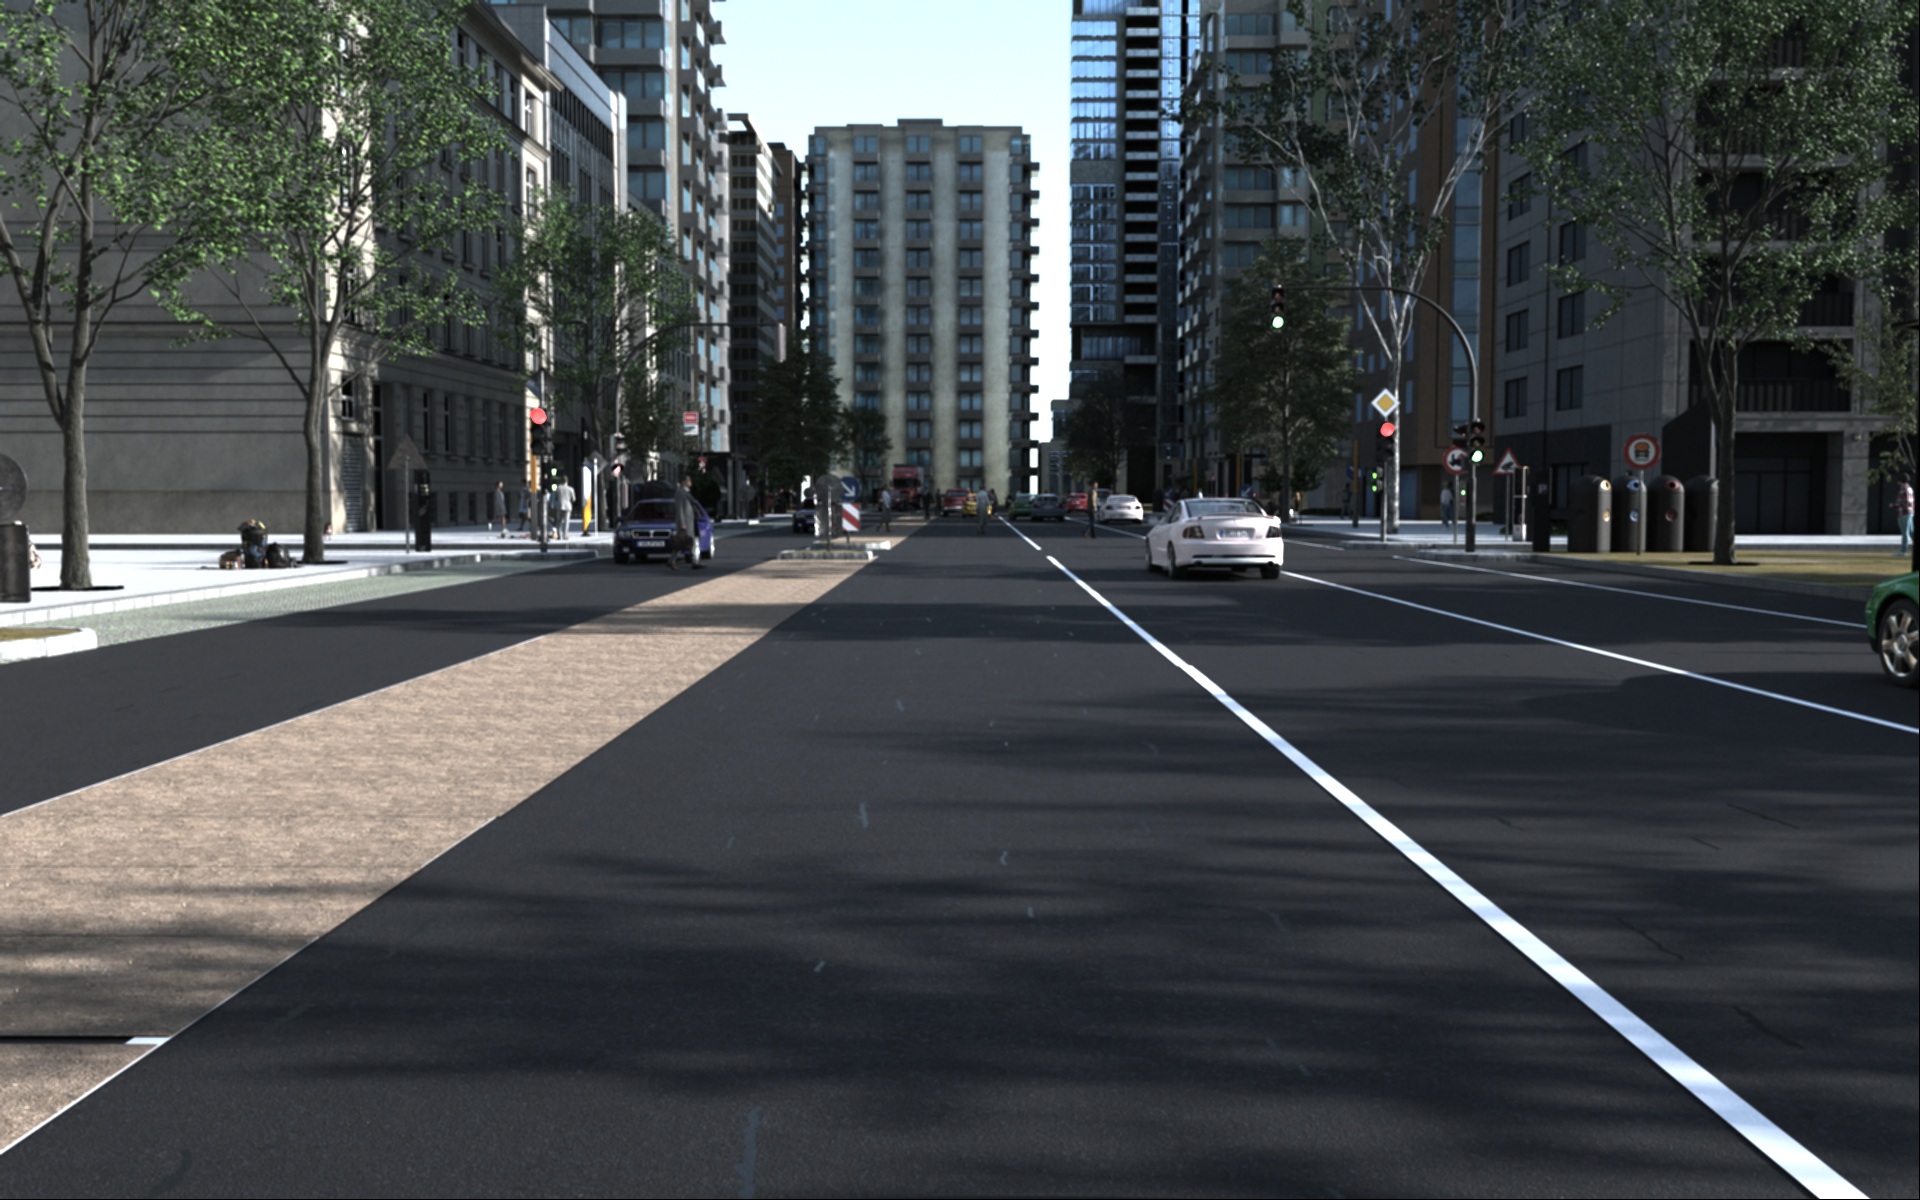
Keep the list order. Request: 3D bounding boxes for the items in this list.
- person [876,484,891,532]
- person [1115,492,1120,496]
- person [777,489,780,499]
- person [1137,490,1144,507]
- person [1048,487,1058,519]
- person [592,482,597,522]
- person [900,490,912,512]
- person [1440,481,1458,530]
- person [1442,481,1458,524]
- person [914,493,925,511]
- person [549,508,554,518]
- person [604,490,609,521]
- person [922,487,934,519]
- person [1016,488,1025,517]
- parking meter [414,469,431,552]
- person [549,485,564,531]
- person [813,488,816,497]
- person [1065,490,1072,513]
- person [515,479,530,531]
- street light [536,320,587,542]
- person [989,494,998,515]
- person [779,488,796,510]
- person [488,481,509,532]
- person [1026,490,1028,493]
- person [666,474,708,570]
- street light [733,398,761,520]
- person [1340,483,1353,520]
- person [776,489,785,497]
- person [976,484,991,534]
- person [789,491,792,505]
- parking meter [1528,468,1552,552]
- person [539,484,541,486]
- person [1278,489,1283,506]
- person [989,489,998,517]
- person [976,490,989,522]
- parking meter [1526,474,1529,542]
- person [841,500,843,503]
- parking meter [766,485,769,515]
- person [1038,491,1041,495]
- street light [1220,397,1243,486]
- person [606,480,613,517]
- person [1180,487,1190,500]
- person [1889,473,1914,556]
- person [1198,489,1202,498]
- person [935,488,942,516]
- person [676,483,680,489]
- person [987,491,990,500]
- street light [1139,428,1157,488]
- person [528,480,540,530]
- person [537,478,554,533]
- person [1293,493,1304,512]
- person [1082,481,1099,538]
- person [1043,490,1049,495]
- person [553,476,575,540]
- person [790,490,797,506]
[{"bbox_3d":[-2.823,-3.410,64.475,0.641,1.798,0.478,1,4,19],"label":"person"},{"bbox_3d":[13.821,-8.806,153.256,0.697,1.427,0.421,3,5,43],"label":"person"},{"bbox_3d":[-17.076,-9.604,163.165,0.705,1.812,1.348,0,4,-2],"label":"person"},{"bbox_3d":[18.022,-10.147,172.668,0.721,1.735,1.217,3,5,40],"label":"person"},{"bbox_3d":[5.309,-5.501,98.544,0.767,1.812,0.694,2,4,26],"label":"person"},{"bbox_3d":[-16.376,-4.421,78.338,0.620,1.820,0.660,0,4,0],"label":"person"},{"bbox_3d":[-4.398,-8.031,140.521,1.217,1.736,0.721,2,4,31],"label":"person"},{"bbox_3d":[17.350,-3.336,61.260,0.598,1.740,0.731,2,4,34],"label":"person"},{"bbox_3d":[20.826,-4.146,73.822,0.713,1.824,0.794,-2,4,-26],"label":"person"},{"bbox_3d":[-3.209,-8.492,146.979,1.348,1.869,0.705,0,4,-8],"label":"person"},{"bbox_3d":[-16.195,-3.732,67.548,0.515,1.767,0.782,-3,5,-42],"label":"person"},{"bbox_3d":[-16.681,-4.568,81.011,0.520,1.790,0.573,-3,5,-43],"label":"person"},{"bbox_3d":[-1.914,-5.511,98.387,0.659,1.850,0.755,3,4,37],"label":"person"},{"bbox_3d":[3.724,-6.065,107.762,0.850,1.850,0.679,3,4,37],"label":"person"},{"bbox_3d":[-11.939,-2.004,38.469,0.255,1.863,0.399,-2,4,-35],"label":"parking meter"},{"bbox_3d":[-12.746,-2.959,54.772,0.444,1.785,0.601,-3,5,-44],"label":"person"},{"bbox_3d":[-10.410,-7.082,122.510,0.621,1.740,0.551,1,4,17],"label":"person"},{"bbox_3d":[8.506,-7.621,133.831,1.217,1.735,0.721,-3,4,-37],"label":"person"},{"bbox_3d":[-15.072,-3.306,60.190,0.778,1.811,0.616,0,4,5],"label":"person"},{"bbox_3d":[-10.646,-4.513,46.324,1.470,5.913,1.316,0,4,0],"label":"street light"},{"bbox_3d":[2.126,-6.280,111.594,0.576,1.772,0.534,-2,4,-33],"label":"person"},{"bbox_3d":[-13.509,-7.925,135.249,1.348,1.869,0.705,0,4,-7],"label":"person"},{"bbox_3d":[-15.660,-3.179,58.772,0.466,1.731,0.760,3,5,40],"label":"person"},{"bbox_3d":[6.087,-9.125,157.696,1.348,1.824,0.705,-2,4,-28],"label":"person"},{"bbox_3d":[-5.183,-1.481,32.811,0.767,1.812,0.694,0,4,3],"label":"person"},{"bbox_3d":[-10.355,-6.833,84.268,1.470,5.913,1.316,0,4,0],"label":"street light"},{"bbox_3d":[19.103,-4.864,85.558,0.713,1.824,0.794,0,4,-8],"label":"person"},{"bbox_3d":[-15.135,-8.525,145.957,0.750,1.759,0.617,-2,4,-35],"label":"person"},{"bbox_3d":[0.785,-3.280,62.348,0.478,1.798,0.641,3,5,41],"label":"person"},{"bbox_3d":[-19.360,-11.701,198.152,0.445,1.727,0.742,-3,5,-40],"label":"person"},{"bbox_3d":[12.948,-2.012,38.600,0.399,1.863,0.255,1,4,13],"label":"parking meter"},{"bbox_3d":[-17.664,-4.090,73.134,0.641,1.798,0.478,0,4,-6],"label":"person"},{"bbox_3d":[17.859,-5.465,95.492,0.694,1.812,0.767,0,4,7],"label":"person"},{"bbox_3d":[2.010,-5.980,106.867,0.593,1.750,0.643,3,5,44],"label":"person"},{"bbox_3d":[1.125,-4.773,86.317,0.659,1.850,0.755,-3,5,-43],"label":"person"},{"bbox_3d":[15.272,-2.475,46.176,0.255,1.863,0.399,0,4,4],"label":"parking meter"},{"bbox_3d":[-13.676,-11.783,198.560,0.599,1.838,0.709,-2,4,-29],"label":"person"},{"bbox_3d":[-12.009,-6.232,107.610,0.255,1.863,0.399,0,4,-8],"label":"parking meter"},{"bbox_3d":[7.751,-9.850,170.263,1.217,1.735,0.721,1,4,14],"label":"person"},{"bbox_3d":[12.941,-6.741,82.757,1.470,5.913,1.316,0,4,0],"label":"street light"},{"bbox_3d":[-13.879,-3.864,69.179,0.622,1.834,0.822,1,4,9],"label":"person"},{"bbox_3d":[11.908,-5.094,91.971,0.592,1.802,0.473,0,4,-5],"label":"person"},{"bbox_3d":[19.636,-1.775,35.901,0.643,1.720,0.563,3,4,38],"label":"person"},{"bbox_3d":[14.547,-5.952,105.174,0.330,1.601,0.589,2,4,28],"label":"person"},{"bbox_3d":[-1.329,-6.408,113.440,0.590,1.801,0.661,1,4,23],"label":"person"},{"bbox_3d":[-12.764,-4.413,78.689,0.782,1.767,0.515,-1,4,-17],"label":"person"},{"bbox_3d":[2.468,-8.837,153.792,0.445,1.727,0.742,-1,4,-19],"label":"person"},{"bbox_3d":[13.190,-9.087,121.121,1.470,5.913,1.316,0,4,0],"label":"street light"},{"bbox_3d":[-15.183,-3.387,61.774,0.623,1.781,0.721,3,5,43],"label":"person"},{"bbox_3d":[-13.608,-3.131,57.082,0.795,1.843,0.661,-1,4,-23],"label":"person"},{"bbox_3d":[24.051,-7.174,123.432,0.705,1.812,1.348,3,5,43],"label":"person"},{"bbox_3d":[4.270,-2.917,56.099,0.836,1.842,0.656,-3,5,-44],"label":"person"},{"bbox_3d":[8.692,-10.214,175.508,1.348,1.823,0.705,0,4,1],"label":"person"},{"bbox_3d":[-11.146,-2.602,48.778,0.606,1.804,0.583,-1,4,-13],"label":"person"},{"bbox_3d":[-17.504,-10.738,182.555,0.756,1.711,0.436,-1,4,-10],"label":"person"}]
